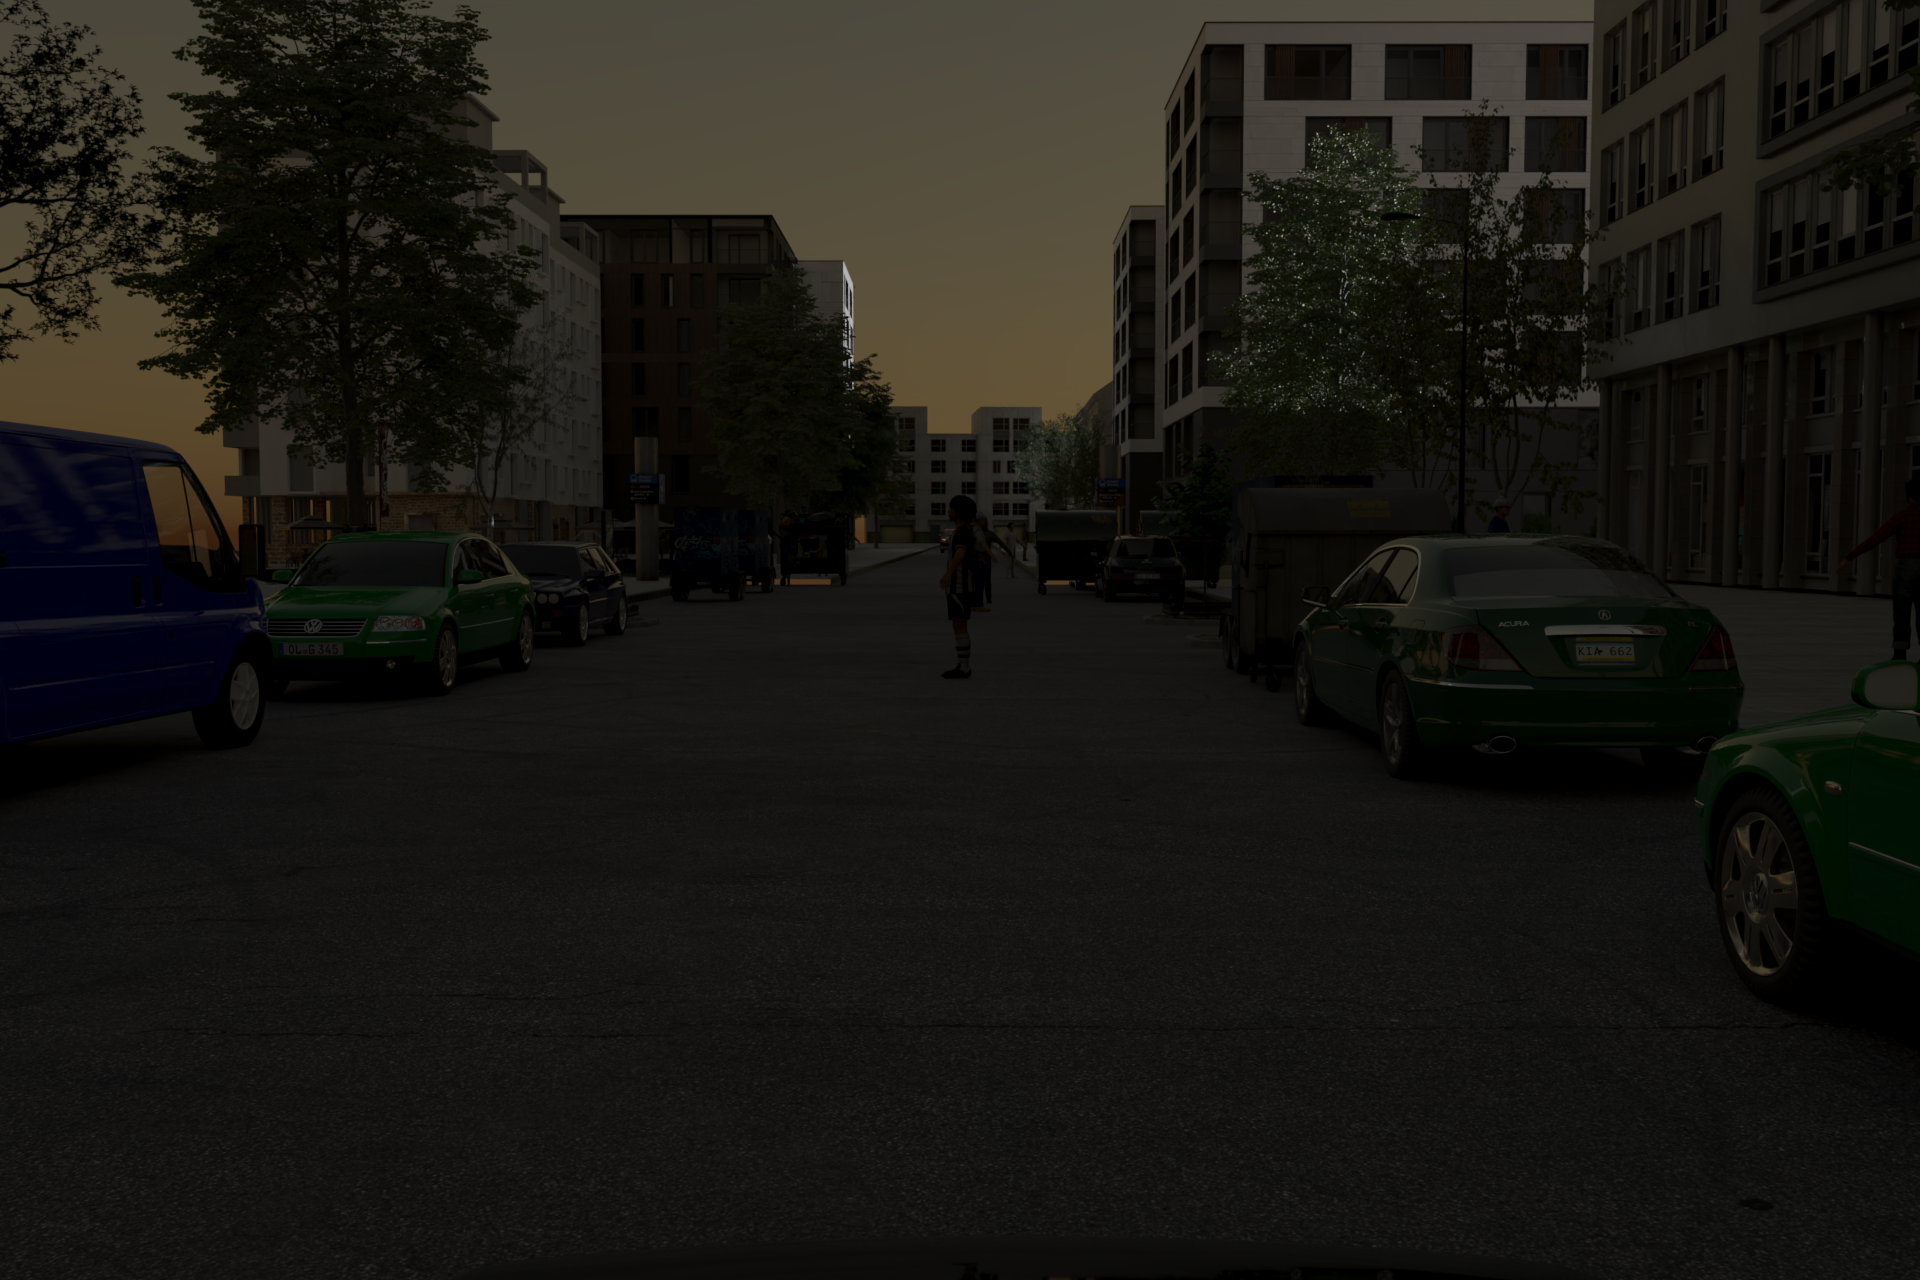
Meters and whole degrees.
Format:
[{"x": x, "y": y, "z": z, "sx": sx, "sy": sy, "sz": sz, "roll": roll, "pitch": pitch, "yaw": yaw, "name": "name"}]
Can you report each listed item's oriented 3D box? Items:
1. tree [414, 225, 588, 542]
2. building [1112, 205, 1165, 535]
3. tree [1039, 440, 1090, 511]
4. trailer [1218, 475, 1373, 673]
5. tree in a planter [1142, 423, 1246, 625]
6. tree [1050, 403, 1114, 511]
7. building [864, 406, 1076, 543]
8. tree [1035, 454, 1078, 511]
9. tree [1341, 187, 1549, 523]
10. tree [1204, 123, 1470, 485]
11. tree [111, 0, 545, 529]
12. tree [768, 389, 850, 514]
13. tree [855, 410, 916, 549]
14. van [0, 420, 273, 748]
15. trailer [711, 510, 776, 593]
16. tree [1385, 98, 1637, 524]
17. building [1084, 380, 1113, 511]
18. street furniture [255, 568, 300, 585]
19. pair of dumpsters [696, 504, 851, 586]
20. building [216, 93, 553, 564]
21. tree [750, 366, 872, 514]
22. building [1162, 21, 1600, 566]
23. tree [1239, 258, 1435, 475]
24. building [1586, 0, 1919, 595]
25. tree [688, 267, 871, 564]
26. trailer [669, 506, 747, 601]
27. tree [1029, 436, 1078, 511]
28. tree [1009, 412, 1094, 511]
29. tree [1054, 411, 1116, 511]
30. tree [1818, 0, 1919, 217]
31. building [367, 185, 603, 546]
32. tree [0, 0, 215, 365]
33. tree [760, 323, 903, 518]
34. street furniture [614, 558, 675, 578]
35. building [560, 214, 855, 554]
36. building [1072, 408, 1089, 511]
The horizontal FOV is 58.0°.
[{"x": -11.507, "y": -5.585, "z": 41.680, "sx": 4.360, "sy": 8.622, "sz": 3.978, "roll": 0, "pitch": 3, "yaw": 0, "name": "tree"}, {"x": 24.689, "y": -17.136, "z": 124.141, "sx": 27.936, "sy": 21.610, "sz": 32.646, "roll": 0, "pitch": 4, "yaw": 1, "name": "building"}, {"x": 8.118, "y": -11.228, "z": 133.933, "sx": 4.360, "sy": 8.622, "sz": 3.978, "roll": 0, "pitch": 3, "yaw": 0, "name": "tree"}, {"x": 3.541, "y": -0.719, "z": 18.806, "sx": 1.471, "sy": 1.999, "sz": 3.904, "roll": 0, "pitch": 4, "yaw": 0, "name": "trailer"}, {"x": 3.980, "y": -1.885, "z": 28.038, "sx": 1.991, "sy": 3.239, "sz": 1.994, "roll": 0, "pitch": 4, "yaw": 1, "name": "tree in a planter"}, {"x": 7.297, "y": -8.958, "z": 96.824, "sx": 4.360, "sy": 8.622, "sz": 3.978, "roll": 0, "pitch": 3, "yaw": 0, "name": "tree"}, {"x": 2.244, "y": -23.100, "z": 246.605, "sx": 31.486, "sy": 18.905, "sz": 16.747, "roll": 0, "pitch": 4, "yaw": -4, "name": "building"}, {"x": 7.976, "y": -12.508, "z": 154.865, "sx": 4.360, "sy": 8.622, "sz": 3.978, "roll": 0, "pitch": 3, "yaw": 0, "name": "tree"}, {"x": 10.062, "y": -5.303, "z": 37.075, "sx": 4.737, "sy": 8.622, "sz": 4.395, "roll": 0, "pitch": 3, "yaw": 0, "name": "tree"}, {"x": 10.709, "y": -7.958, "z": 48.233, "sx": 7.486, "sy": 12.596, "sz": 7.792, "roll": 0, "pitch": 3, "yaw": 0, "name": "tree"}, {"x": -11.782, "y": -7.000, "z": 32.577, "sx": 7.486, "sy": 12.596, "sz": 7.792, "roll": 0, "pitch": 3, "yaw": 0, "name": "tree"}, {"x": -7.656, "y": -8.174, "z": 84.006, "sx": 4.360, "sy": 8.622, "sz": 3.978, "roll": 0, "pitch": 3, "yaw": 0, "name": "tree"}, {"x": -7.757, "y": -14.278, "z": 151.570, "sx": 7.486, "sy": 12.596, "sz": 7.792, "roll": 0, "pitch": 3, "yaw": 0, "name": "tree"}, {"x": -5.748, "y": -0.338, "z": 9.908, "sx": 2.240, "sy": 2.365, "sz": 5.245, "roll": 0, "pitch": 4, "yaw": 1, "name": "van"}, {"x": -5.325, "y": -2.121, "z": 41.733, "sx": 1.471, "sy": 1.999, "sz": 3.904, "roll": 0, "pitch": 4, "yaw": 1, "name": "trailer"}, {"x": 9.319, "y": -4.836, "z": 29.430, "sx": 4.737, "sy": 8.622, "sz": 4.395, "roll": 0, "pitch": 3, "yaw": 0, "name": "tree"}, {"x": 24.249, "y": -22.358, "z": 196.482, "sx": 19.493, "sy": 23.208, "sz": 18.063, "roll": 0, "pitch": 4, "yaw": 1, "name": "building"}, {"x": -29.337, "y": -2.852, "z": 51.655, "sx": 27.439, "sy": 1.986, "sz": 14.083, "roll": 1, "pitch": 4, "yaw": 10, "name": "street furniture"}, {"x": -5.259, "y": -2.639, "z": 48.094, "sx": 4.436, "sy": 2.255, "sz": 1.574, "roll": 0, "pitch": 4, "yaw": 1, "name": "pair of dumpsters"}, {"x": -26.035, "y": -13.423, "z": 75.888, "sx": 16.016, "sy": 20.090, "sz": 11.380, "roll": 0, "pitch": 4, "yaw": 1, "name": "building"}, {"x": -8.394, "y": -9.728, "z": 93.471, "sx": 7.601, "sy": 10.594, "sz": 8.767, "roll": -1, "pitch": 4, "yaw": -20, "name": "tree"}, {"x": 23.750, "y": -14.785, "z": 85.715, "sx": 27.936, "sy": 21.610, "sz": 32.646, "roll": 0, "pitch": 4, "yaw": 0, "name": "building"}, {"x": 14.053, "y": -8.501, "z": 64.741, "sx": 9.928, "sy": 11.665, "sz": 9.643, "roll": 0, "pitch": 3, "yaw": 0, "name": "tree"}, {"x": 26.275, "y": -13.456, "z": 27.605, "sx": 19.016, "sy": 26.051, "sz": 41.698, "roll": 0, "pitch": 4, "yaw": 1, "name": "building"}, {"x": -7.600, "y": -9.498, "z": 73.418, "sx": 7.486, "sy": 12.596, "sz": 7.792, "roll": 0, "pitch": 3, "yaw": 0, "name": "tree"}, {"x": -5.407, "y": -1.799, "z": 36.458, "sx": 1.471, "sy": 1.999, "sz": 3.904, "roll": 0, "pitch": 4, "yaw": 1, "name": "trailer"}, {"x": 7.362, "y": -10.836, "z": 127.529, "sx": 4.360, "sy": 8.622, "sz": 3.978, "roll": 0, "pitch": 3, "yaw": 0, "name": "tree"}, {"x": 7.958, "y": -13.503, "z": 146.523, "sx": 9.928, "sy": 11.665, "sz": 9.643, "roll": 0, "pitch": 3, "yaw": 0, "name": "tree"}, {"x": 7.618, "y": -9.408, "z": 104.179, "sx": 4.737, "sy": 8.622, "sz": 4.395, "roll": 0, "pitch": 3, "yaw": 0, "name": "tree"}, {"x": 9.350, "y": -5.686, "z": 11.100, "sx": 7.486, "sy": 12.596, "sz": 7.792, "roll": 0, "pitch": 3, "yaw": 0, "name": "tree"}, {"x": -27.484, "y": -14.614, "z": 95.360, "sx": 16.016, "sy": 20.090, "sz": 11.380, "roll": 0, "pitch": 4, "yaw": 1, "name": "building"}, {"x": -11.853, "y": -5.140, "z": 18.447, "sx": 8.767, "sy": 10.594, "sz": 7.601, "roll": 2, "pitch": 4, "yaw": 27, "name": "tree"}, {"x": -7.799, "y": -12.082, "z": 104.203, "sx": 9.857, "sy": 13.997, "sz": 8.962, "roll": 0, "pitch": 3, "yaw": 0, "name": "tree"}, {"x": -10.757, "y": -2.393, "z": 54.756, "sx": 5.734, "sy": 0.657, "sz": 10.072, "roll": -1, "pitch": 4, "yaw": -8, "name": "street furniture"}, {"x": -22.586, "y": -17.331, "z": 127.334, "sx": 27.936, "sy": 21.610, "sz": 32.646, "roll": 0, "pitch": 4, "yaw": 0, "name": "building"}, {"x": 24.428, "y": -23.828, "z": 220.508, "sx": 19.493, "sy": 23.208, "sz": 18.063, "roll": 0, "pitch": 4, "yaw": 0, "name": "building"}]
